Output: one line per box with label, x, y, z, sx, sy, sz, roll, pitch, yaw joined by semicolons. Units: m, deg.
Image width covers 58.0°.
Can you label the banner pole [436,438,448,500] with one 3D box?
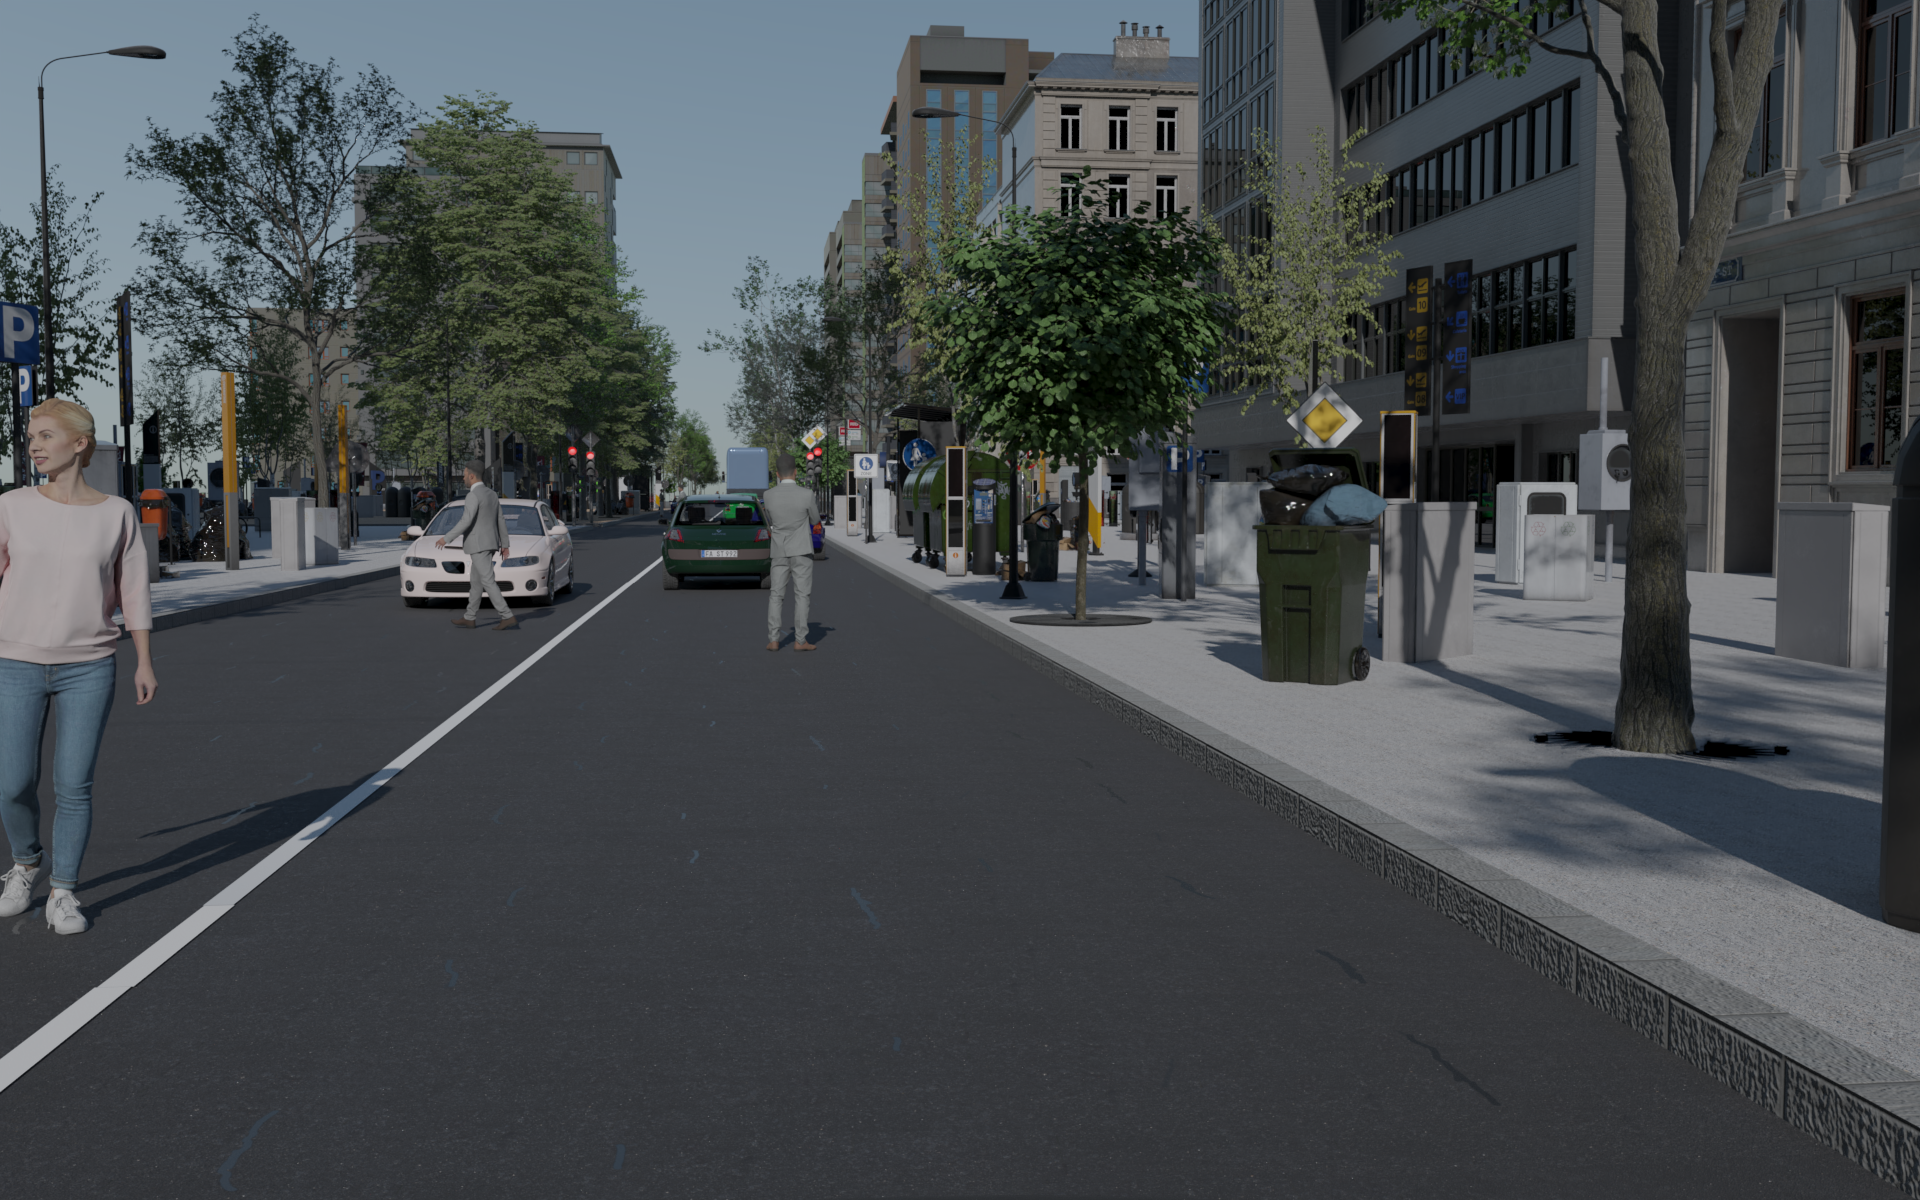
banner pole;-23.061;-5.339;77.307;0.401;3.779;0.863;2;4;28

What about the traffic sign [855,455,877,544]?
traffic sign;-2.406;-2.585;44.393;0.606;2.300;0.079;0;4;-6

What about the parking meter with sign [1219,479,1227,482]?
parking meter with sign;13.173;-5.611;88.002;1.738;3.016;0.543;-1;4;-11

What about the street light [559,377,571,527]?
street light;-14.993;-5.798;67.341;1.470;5.913;1.316;0;4;-7

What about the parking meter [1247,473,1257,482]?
parking meter;8.013;-2.561;47.590;0.255;1.863;0.399;0;4;2

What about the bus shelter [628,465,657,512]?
bus shelter;-23.621;-9.154;127.305;2.179;5.291;8.768;0;4;-7

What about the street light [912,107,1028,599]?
street light;0.119;-2.965;21.017;1.470;5.913;1.316;0;4;-7

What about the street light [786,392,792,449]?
street light;-7.036;-6.503;78.858;1.470;5.913;1.316;0;4;-7

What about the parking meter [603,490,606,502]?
parking meter;-24.285;-6.754;118.833;0.372;1.533;0.369;0;3;0

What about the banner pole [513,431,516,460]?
banner pole;-17.662;-4.799;68.478;0.401;3.779;0.863;0;4;1

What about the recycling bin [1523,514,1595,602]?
recycling bin;7.289;-0.521;21.073;0.722;1.027;0.722;2;4;28

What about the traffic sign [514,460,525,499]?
traffic sign;-16.746;-3.981;65.200;0.768;2.556;0.104;0;4;0

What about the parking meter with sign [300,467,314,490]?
parking meter with sign;-42.870;-7.177;113.608;1.738;3.016;0.543;2;4;29

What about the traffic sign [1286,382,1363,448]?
traffic sign;3.749;-1.021;17.885;0.795;2.450;0.064;0;4;1

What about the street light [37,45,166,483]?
street light;-8.924;-2.783;18.037;1.470;5.913;1.316;0;4;-7

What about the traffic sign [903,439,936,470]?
traffic sign;-0.929;-2.432;39.869;0.768;2.556;0.104;0;4;-1

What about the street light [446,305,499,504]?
street light;-12.034;-4.289;42.662;1.470;5.913;1.316;0;4;-7

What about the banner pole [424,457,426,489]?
banner pole;-33.485;-7.246;108.489;0.401;3.779;0.863;-1;4;-20

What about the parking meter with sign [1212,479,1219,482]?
parking meter with sign;9.340;-4.296;66.493;0.543;3.016;1.738;2;4;25

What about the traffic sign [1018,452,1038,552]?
traffic sign;1.379;-2.328;38.171;0.768;2.556;0.104;0;4;-4

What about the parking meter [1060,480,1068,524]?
parking meter;4.257;-3.975;70.704;0.255;1.863;0.399;-1;4;-9

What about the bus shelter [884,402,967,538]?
bus shelter;-0.964;-3.445;47.615;1.731;3.624;6.357;0;4;-7

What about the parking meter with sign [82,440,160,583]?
parking meter with sign;-12.216;-1.716;24.321;0.543;3.016;1.738;3;4;38

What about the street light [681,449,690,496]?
street light;-28.643;-12.500;176.919;1.470;5.913;1.316;0;4;-7

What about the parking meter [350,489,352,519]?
parking meter;-21.868;-3.421;61.647;0.399;1.863;0.255;-1;4;-17

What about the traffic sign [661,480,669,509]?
traffic sign;-25.770;-9.244;151.250;0.768;2.556;0.104;0;4;1

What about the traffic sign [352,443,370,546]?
traffic sign;-15.021;-2.620;42.948;0.768;2.556;0.104;0;4;-5

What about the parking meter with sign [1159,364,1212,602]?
parking meter with sign;2.713;-1.538;21.405;0.543;3.016;1.738;0;4;3

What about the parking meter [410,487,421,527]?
parking meter;-18.826;-3.153;59.957;0.372;1.533;0.369;0;3;0

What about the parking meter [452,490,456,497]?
parking meter;-34.259;-6.643;117.026;0.372;1.533;0.369;0;3;0

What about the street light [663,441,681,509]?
street light;-25.548;-11.000;152.389;1.470;5.913;1.316;0;4;-7

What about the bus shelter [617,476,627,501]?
bus shelter;-27.085;-9.034;141.625;2.014;3.302;5.546;0;4;-7

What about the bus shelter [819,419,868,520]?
bus shelter;-6.040;-6.863;89.836;2.179;5.291;8.768;0;4;-7

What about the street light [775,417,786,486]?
street light;-10.163;-8.038;103.963;1.470;5.913;1.316;0;4;-7

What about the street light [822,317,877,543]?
street light;-2.905;-4.469;45.605;1.470;5.913;1.316;0;4;-7

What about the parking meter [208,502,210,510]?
parking meter;-45.132;-5.872;104.419;0.372;1.533;0.369;0;3;0

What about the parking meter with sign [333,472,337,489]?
parking meter with sign;-40.921;-7.194;113.881;0.543;3.016;1.738;0;4;-4

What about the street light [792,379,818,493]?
street light;-5.873;-5.946;69.752;1.470;5.913;1.316;0;4;-7

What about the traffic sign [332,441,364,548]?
traffic sign;-14.646;-2.529;41.458;0.768;2.556;0.104;0;4;1

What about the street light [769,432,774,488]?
street light;-13.161;-9.515;128.106;1.470;5.913;1.316;0;4;-7

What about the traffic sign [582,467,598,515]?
traffic sign;-17.113;-4.894;80.125;0.768;2.556;0.104;0;4;-6

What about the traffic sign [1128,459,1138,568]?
traffic sign;2.944;-1.725;28.305;0.768;2.556;0.104;0;4;2

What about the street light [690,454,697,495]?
street light;-31.711;-14.000;201.448;1.470;5.913;1.316;0;4;-7

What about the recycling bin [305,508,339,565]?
recycling bin;-11.823;-1.159;31.512;0.722;1.027;0.722;1;4;19

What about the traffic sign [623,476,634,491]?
traffic sign;-22.825;-7.291;119.310;0.768;2.556;0.104;0;4;-2

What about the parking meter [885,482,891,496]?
parking meter;-3.320;-4.416;77.918;0.399;1.863;0.255;-1;4;-17

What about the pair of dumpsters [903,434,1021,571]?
pair of dumpsters;-0.009;-1.687;30.080;1.574;2.255;4.437;0;4;-7

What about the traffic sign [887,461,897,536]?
traffic sign;-1.940;-3.124;53.205;0.606;2.300;0.079;0;4;1

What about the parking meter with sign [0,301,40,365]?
parking meter with sign;-9.450;-1.211;16.057;1.738;3.016;0.543;1;4;11

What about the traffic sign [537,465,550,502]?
traffic sign;-18.357;-4.640;75.977;0.768;2.556;0.104;0;4;2

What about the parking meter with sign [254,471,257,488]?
parking meter with sign;-41.264;-6.435;101.466;0.543;3.016;1.738;-3;5;-40

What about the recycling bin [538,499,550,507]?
recycling bin;-21.711;-4.810;91.204;0.722;1.027;0.722;2;4;35

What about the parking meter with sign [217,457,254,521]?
parking meter with sign;-34.396;-5.218;81.570;1.738;3.016;0.543;0;4;5

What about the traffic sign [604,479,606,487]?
traffic sign;-27.693;-8.341;136.483;0.768;2.556;0.104;0;4;-6

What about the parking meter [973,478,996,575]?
parking meter;0.385;-1.168;27.506;0.372;1.533;0.369;0;3;0

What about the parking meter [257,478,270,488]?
parking meter;-24.812;-3.429;61.768;0.399;1.863;0.255;0;4;4

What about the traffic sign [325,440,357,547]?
traffic sign;-15.039;-2.565;41.935;0.884;2.594;0.081;0;4;-3

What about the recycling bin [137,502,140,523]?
recycling bin;-26.954;-2.665;56.134;0.722;1.027;0.722;3;4;36
